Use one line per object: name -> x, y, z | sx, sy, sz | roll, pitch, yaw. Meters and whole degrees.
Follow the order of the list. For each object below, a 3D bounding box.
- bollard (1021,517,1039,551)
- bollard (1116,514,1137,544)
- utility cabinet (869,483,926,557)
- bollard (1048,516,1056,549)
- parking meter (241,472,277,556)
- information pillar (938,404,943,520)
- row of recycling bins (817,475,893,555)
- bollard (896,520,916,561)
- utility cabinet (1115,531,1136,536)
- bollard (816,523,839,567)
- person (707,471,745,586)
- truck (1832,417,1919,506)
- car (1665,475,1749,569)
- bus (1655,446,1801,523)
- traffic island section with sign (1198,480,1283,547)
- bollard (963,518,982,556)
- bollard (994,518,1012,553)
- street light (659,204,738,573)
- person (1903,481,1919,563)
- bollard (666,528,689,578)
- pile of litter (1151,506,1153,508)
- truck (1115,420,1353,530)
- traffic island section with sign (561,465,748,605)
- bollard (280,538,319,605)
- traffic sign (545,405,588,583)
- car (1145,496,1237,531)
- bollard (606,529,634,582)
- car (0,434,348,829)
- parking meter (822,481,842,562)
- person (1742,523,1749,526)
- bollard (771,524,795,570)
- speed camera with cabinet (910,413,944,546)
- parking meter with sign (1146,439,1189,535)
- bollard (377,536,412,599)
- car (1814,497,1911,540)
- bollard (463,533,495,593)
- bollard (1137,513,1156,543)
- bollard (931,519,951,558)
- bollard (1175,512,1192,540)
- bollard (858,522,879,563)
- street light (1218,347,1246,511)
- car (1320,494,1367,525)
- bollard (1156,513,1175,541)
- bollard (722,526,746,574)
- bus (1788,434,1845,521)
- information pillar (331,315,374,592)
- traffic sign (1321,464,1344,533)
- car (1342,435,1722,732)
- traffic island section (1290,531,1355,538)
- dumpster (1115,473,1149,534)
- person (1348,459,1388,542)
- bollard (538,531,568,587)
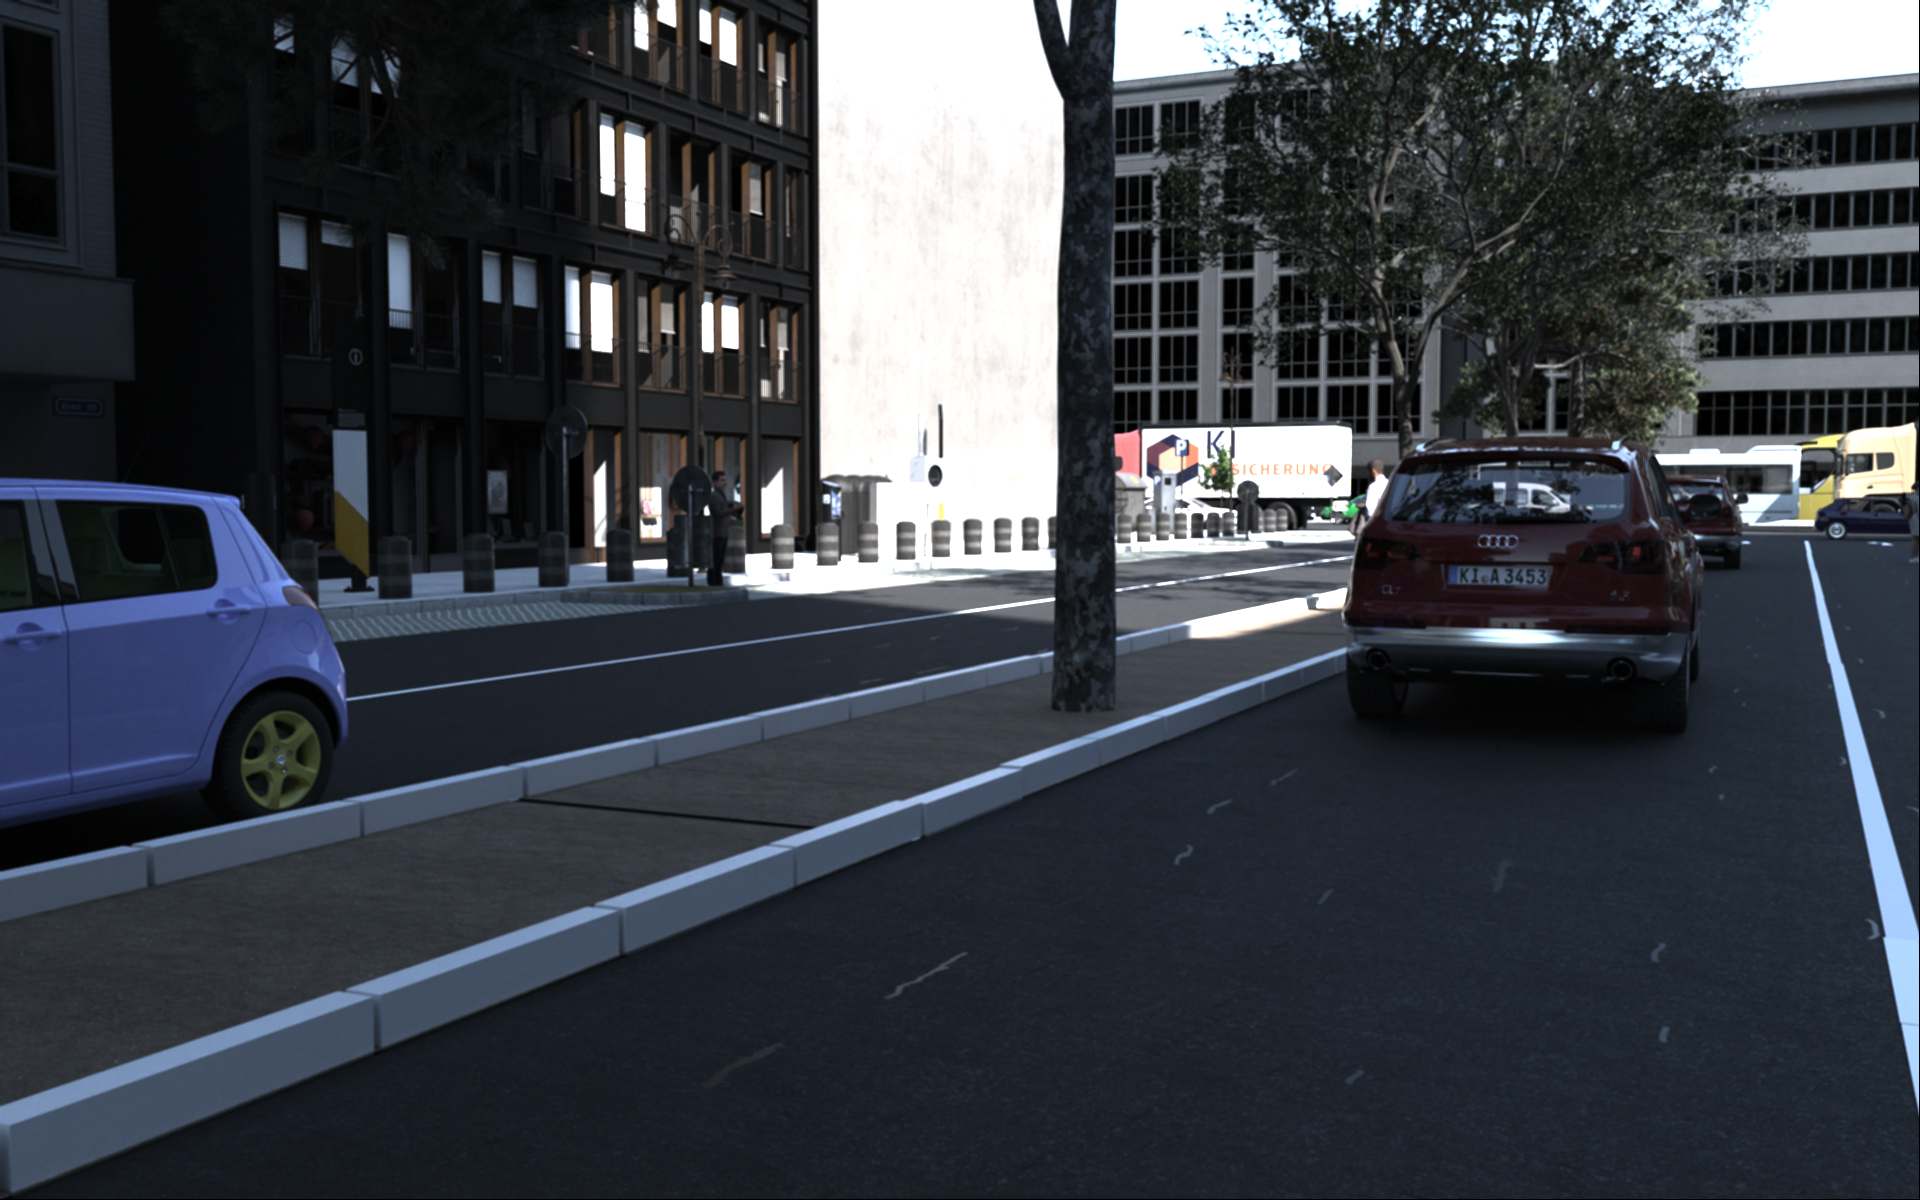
bollard -> 1.584, -1.486, 39.007 | 0.404, 0.777, 0.398 | 0, 3, 0
bollard -> 4.210, -1.819, 44.455 | 0.404, 0.777, 0.398 | 0, 3, 0
utility cabinet -> -1.254, -1.604, 34.912 | 1.173, 1.500, 0.318 | -2, 4, -35
bollard -> 2.243, -1.570, 40.380 | 0.404, 0.777, 0.398 | 0, 3, 0
parking meter -> -8.312, -0.743, 20.552 | 0.372, 1.533, 0.369 | 0, 3, 0
information pillar -> -0.505, -3.277, 44.928 | 0.183, 3.616, 0.504 | 0, 4, -4
row of recycling bins -> -2.207, -1.891, 38.035 | 1.069, 1.692, 3.534 | 1, 4, 15
bollard -> -1.045, -1.152, 33.556 | 0.404, 0.777, 0.398 | 0, 3, 0
utility cabinet -> 4.904, -2.690, 52.667 | 0.318, 1.500, 1.173 | -3, 4, -38
bollard -> -2.360, -0.985, 30.827 | 0.404, 0.777, 0.398 | 0, 3, 0
person -> -3.267, -0.949, 24.543 | 0.750, 1.759, 0.617 | 1, 4, 20
truck -> 37.118, -4.505, 62.571 | 11.283, 4.237, 2.839 | 2, 4, 24
car -> 14.695, -1.612, 35.031 | 2.281, 1.827, 5.304 | 2, 4, 24
bus -> 26.548, -4.591, 69.919 | 13.247, 3.499, 2.948 | 2, 4, 26
traffic island section with sign -> 7.775, -2.376, 47.469 | 1.989, 1.847, 2.006 | 2, 4, 26
bollard -> 0.272, -1.319, 36.287 | 0.404, 0.777, 0.398 | 0, 3, 0
bollard -> 0.930, -1.403, 37.649 | 0.404, 0.777, 0.398 | 0, 3, 0
street light -> -4.176, -3.369, 27.879 | 0.468, 5.910, 1.993 | 2, 4, 26
person -> 20.014, -1.635, 36.236 | 0.522, 1.701, 0.512 | 0, 4, 8
bollard -> -4.330, -0.736, 26.749 | 0.404, 0.777, 0.398 | 0, 3, 0
pile of litter -> 6.438, -2.860, 60.729 | 1.176, 0.858, 1.719 | 2, 4, 27
truck -> 9.780, -4.916, 69.294 | 11.283, 4.237, 2.839 | 2, 4, 24
traffic island section with sign -> -3.929, -0.890, 23.177 | 1.989, 1.847, 2.006 | 2, 4, 26
bollard -> -7.603, -0.320, 19.944 | 0.404, 0.777, 0.398 | 0, 3, 0
traffic sign -> -5.664, -1.514, 24.860 | 0.768, 2.556, 0.104 | 2, 4, 28
car -> 8.274, -3.179, 64.333 | 4.827, 1.381, 2.083 | 2, 4, 24
bollard -> -4.984, -0.653, 25.388 | 0.404, 0.777, 0.398 | 0, 3, 0
car -> -4.220, 0.181, 6.631 | 1.945, 1.707, 3.694 | 2, 4, 27
parking meter -> -2.434, -1.495, 32.860 | 0.372, 1.533, 0.369 | 0, 3, 0
person -> 35.662, -4.276, 78.854 | 0.568, 1.767, 0.683 | 3, 4, 36
bollard -> -3.018, -0.902, 29.471 | 0.404, 0.777, 0.398 | 0, 3, 0
speed camera with cabinet -> -1.247, -2.896, 41.692 | 0.660, 3.252, 2.038 | 3, 5, 40
parking meter with sign -> 6.390, -3.549, 54.288 | 1.738, 3.016, 0.543 | -3, 5, -40
bollard -> -6.951, -0.403, 21.303 | 0.404, 0.777, 0.398 | 0, 3, 0
car -> 29.036, -2.564, 54.500 | 3.894, 1.354, 1.945 | 2, 4, 25
bollard -> -6.298, -0.486, 22.661 | 0.404, 0.777, 0.398 | 0, 3, 0
bollard -> 4.864, -1.902, 45.817 | 0.404, 0.777, 0.398 | 0, 3, 0
bollard -> -0.381, -1.236, 34.928 | 0.404, 0.777, 0.398 | 0, 3, 0
bollard -> 6.182, -2.069, 48.548 | 0.404, 0.777, 0.398 | 0, 3, 0
bollard -> -1.703, -1.068, 32.187 | 0.404, 0.777, 0.398 | 0, 3, 0
street light -> 8.531, -4.994, 54.438 | 0.468, 5.910, 1.993 | 2, 4, 26
car -> 19.351, -4.453, 81.605 | 4.718, 1.807, 1.959 | 2, 4, 27
bollard -> 5.520, -1.986, 47.182 | 0.404, 0.777, 0.398 | 0, 3, 0
bollard -> -3.674, -0.819, 28.114 | 0.404, 0.777, 0.398 | 0, 3, 0
bus -> 39.495, -4.773, 69.578 | 12.252, 3.916, 2.896 | 2, 4, 27
information pillar -> -7.936, -1.909, 22.575 | 0.183, 3.616, 0.504 | 2, 4, 31
traffic sign -> 12.384, -3.306, 57.700 | 0.795, 2.450, 0.064 | 2, 4, 26
car -> 4.115, -0.217, 12.220 | 2.281, 1.827, 5.304 | 2, 4, 24
traffic island section -> 12.359, -2.171, 57.773 | 2.009, 0.180, 2.903 | 2, 4, 26
dumpster -> 4.220, -2.512, 46.832 | 1.264, 1.857, 1.865 | 2, 4, 25
person -> 4.873, -0.748, 20.604 | 0.709, 1.838, 0.599 | -3, 5, -41
bollard -> -5.647, -0.569, 24.021 | 0.404, 0.777, 0.398 | 0, 3, 0
